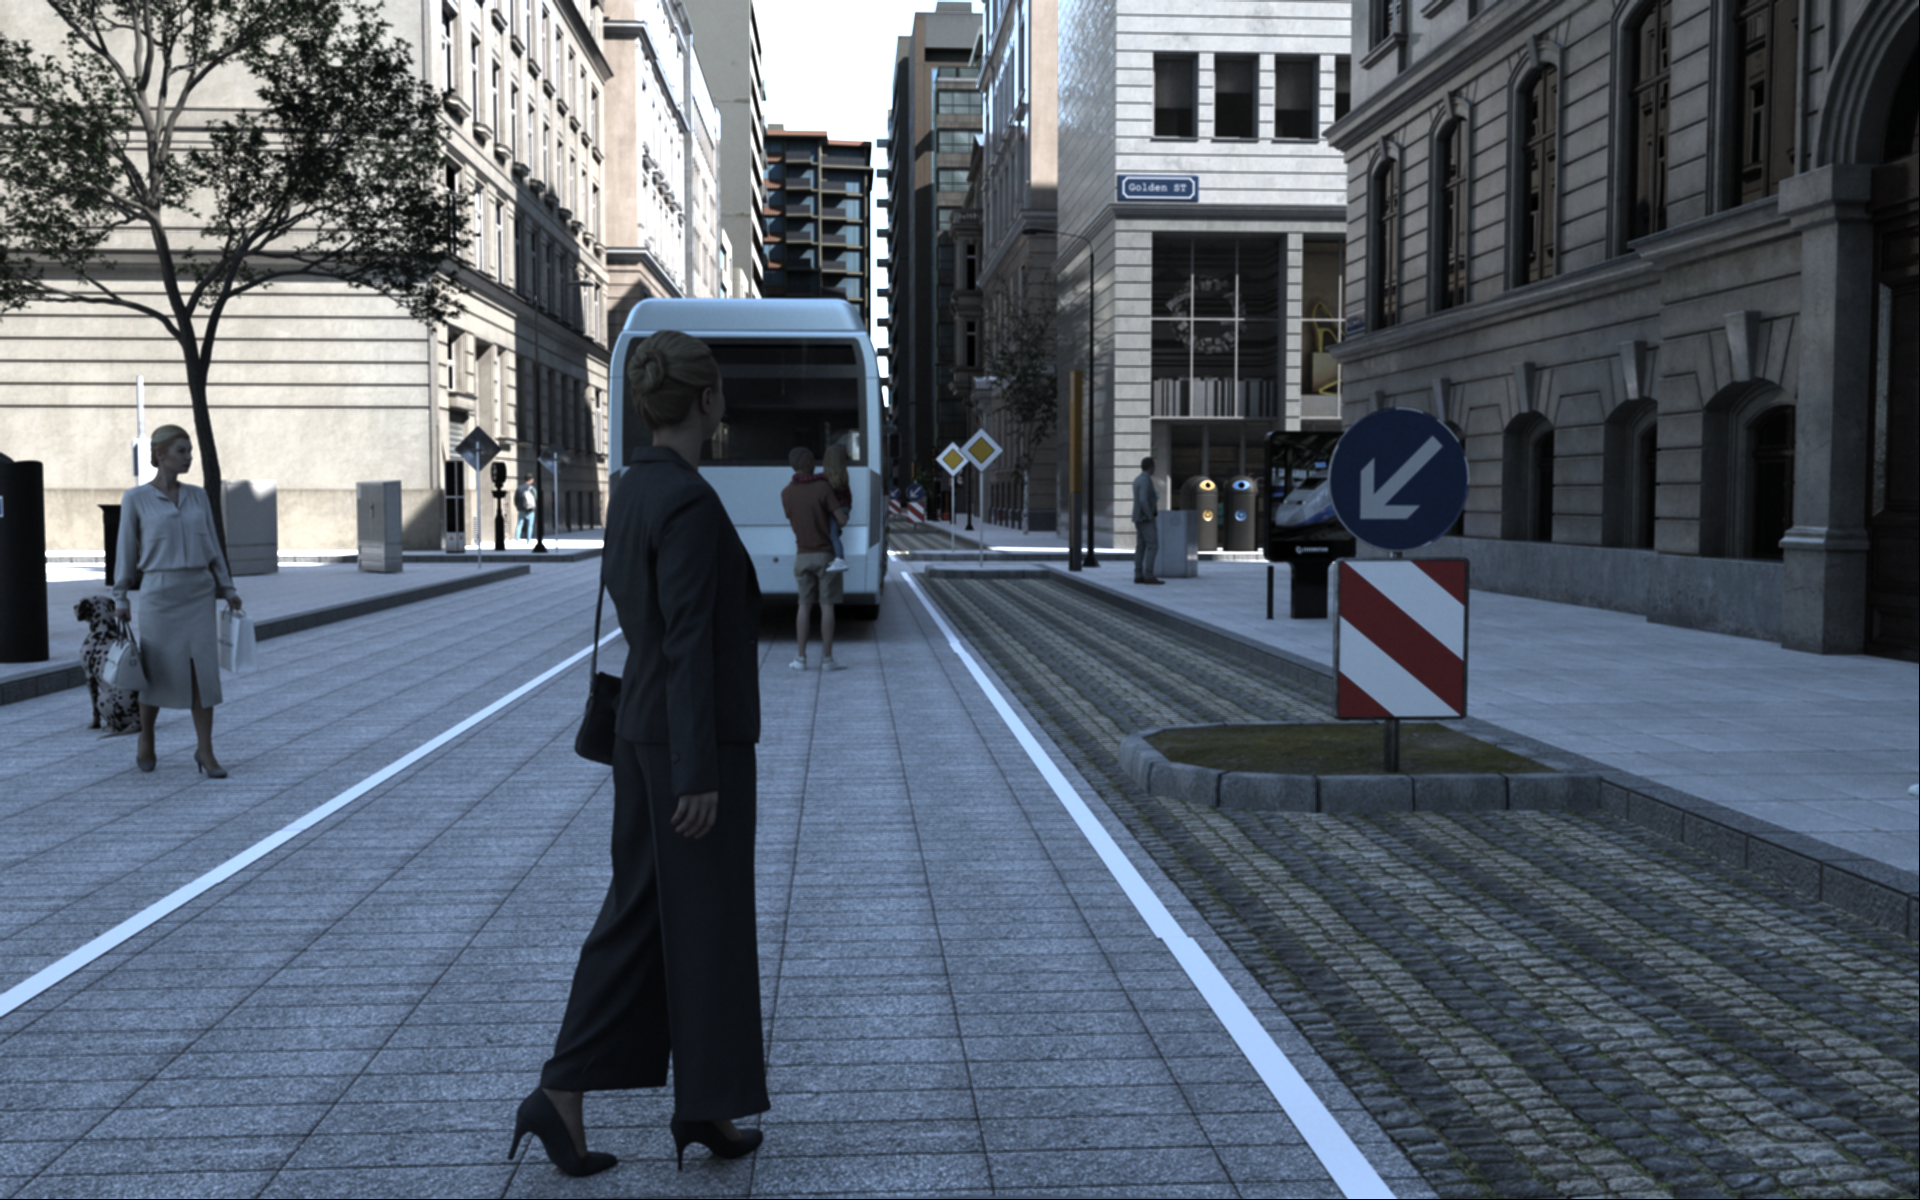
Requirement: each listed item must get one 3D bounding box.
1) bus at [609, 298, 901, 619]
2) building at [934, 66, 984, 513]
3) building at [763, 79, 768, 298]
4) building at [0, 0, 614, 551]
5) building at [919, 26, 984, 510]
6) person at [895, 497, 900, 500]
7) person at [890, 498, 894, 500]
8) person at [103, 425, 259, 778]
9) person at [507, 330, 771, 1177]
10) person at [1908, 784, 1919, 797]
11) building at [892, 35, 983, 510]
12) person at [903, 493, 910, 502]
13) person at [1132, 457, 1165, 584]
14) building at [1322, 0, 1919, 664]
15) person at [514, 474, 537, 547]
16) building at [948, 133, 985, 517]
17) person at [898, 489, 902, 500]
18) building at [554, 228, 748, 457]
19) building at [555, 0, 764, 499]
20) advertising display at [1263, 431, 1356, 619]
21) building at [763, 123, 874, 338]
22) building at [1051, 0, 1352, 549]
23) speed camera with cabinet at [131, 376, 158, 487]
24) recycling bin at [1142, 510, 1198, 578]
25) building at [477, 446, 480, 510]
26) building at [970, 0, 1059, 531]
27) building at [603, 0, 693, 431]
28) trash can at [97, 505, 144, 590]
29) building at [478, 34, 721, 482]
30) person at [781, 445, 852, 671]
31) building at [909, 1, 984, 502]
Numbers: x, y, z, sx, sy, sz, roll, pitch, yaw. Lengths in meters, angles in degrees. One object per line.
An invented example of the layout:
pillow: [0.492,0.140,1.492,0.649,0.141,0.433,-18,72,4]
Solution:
bus: [-2.251,-1.715,22.904,2.948,3.499,13.247,0,4,-2]
building: [5.080,-21.376,121.202,14.160,30.474,14.107,0,4,-4]
building: [-34.837,-33.939,174.510,30.456,49.044,23.786,0,4,-4]
building: [-19.952,-13.394,52.282,16.112,22.955,30.059,0,4,-4]
building: [12.995,-27.437,140.483,32.217,40.220,23.993,0,4,-4]
person: [-5.527,-8.717,151.793,0.421,1.427,0.697,2,4,29]
person: [-5.882,-8.964,153.410,0.445,1.727,0.742,2,4,29]
person: [-3.996,0.000,8.857,0.694,1.780,0.624,-2,4,-33]
person: [-0.622,0.324,3.627,0.576,1.772,0.534,3,4,38]
person: [4.304,-0.017,7.064,0.760,1.731,0.466,3,5,45]
building: [3.965,-33.883,177.694,21.300,48.544,21.600,0,4,-4]
person: [-3.938,-7.877,134.777,1.348,1.831,0.705,3,4,37]
person: [2.655,-1.141,24.805,0.391,1.810,0.635,-1,4,-16]
building: [12.709,-11.823,12.386,14.460,24.649,34.723,0,4,-4]
person: [-10.580,-2.194,42.257,0.623,1.781,0.721,0,4,-5]
building: [6.656,-16.980,96.713,14.460,24.649,34.723,0,4,-4]
person: [-5.718,-9.424,160.647,0.721,1.766,1.217,-2,4,-31]
building: [-30.126,-17.197,126.202,27.650,21.520,28.899,0,4,-4]
building: [-28.286,-32.236,150.756,21.300,48.544,21.600,0,4,-4]
advertising display: [3.604,-0.771,17.824,0.974,1.923,0.123,-1,4,-12]
building: [-24.758,-33.797,207.207,28.867,44.769,22.147,0,4,-4]
building: [17.899,-16.395,45.559,29.804,29.767,11.434,0,4,-4]
speed camera with cabinet: [-13.251,-2.099,28.648,0.660,3.252,2.038,-2,4,-30]
recycling bin: [3.248,-0.871,26.798,0.722,1.027,0.722,1,4,23]
building: [-60.972,-33.599,173.042,21.600,48.544,21.300,0,4,-4]
building: [7.841,-17.311,68.944,13.634,28.700,20.117,0,4,-4]
building: [-19.393,-17.819,77.239,13.634,28.700,20.117,0,4,-4]
trash can: [-11.171,-0.712,23.294,0.748,1.137,0.748,0,3,0]
building: [-20.233,-17.109,97.750,12.078,24.808,19.932,0,4,-4]
person: [-1.132,-0.347,14.142,0.580,1.828,0.573,-2,4,-25]
building: [2.453,-31.173,159.787,14.600,45.320,14.200,0,4,-4]
